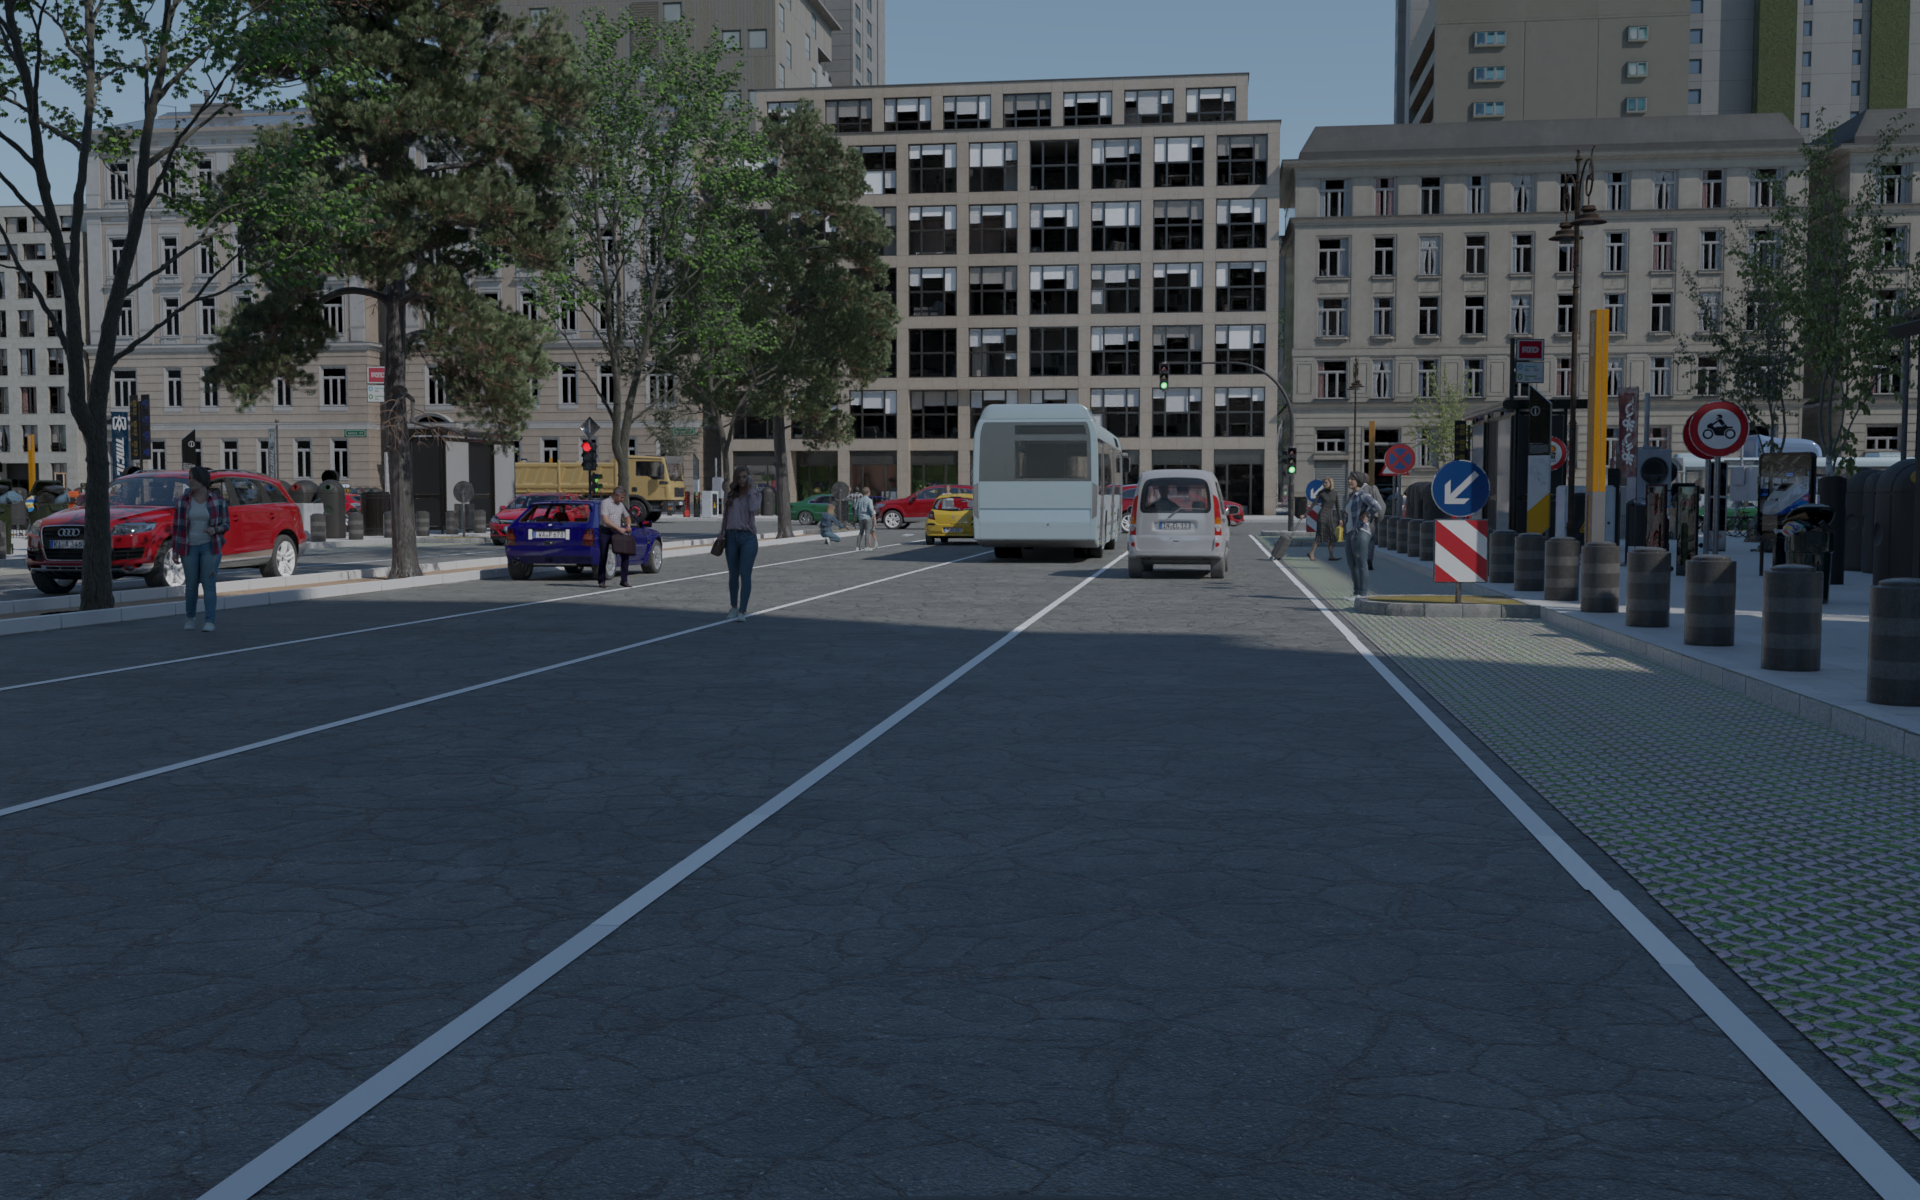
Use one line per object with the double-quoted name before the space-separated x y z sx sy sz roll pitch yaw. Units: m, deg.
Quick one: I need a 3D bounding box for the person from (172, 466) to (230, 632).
"person" -7.945 -0.539 18.148 0.563 1.720 0.643 -1 4 -14

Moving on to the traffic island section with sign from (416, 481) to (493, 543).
"traffic island section with sign" -14.818 -2.590 50.970 1.989 1.847 2.006 1 4 8

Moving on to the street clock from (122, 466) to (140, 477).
"street clock" -21.413 -2.467 44.905 0.358 2.002 0.471 3 4 37

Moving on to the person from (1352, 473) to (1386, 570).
"person" 7.660 -1.467 32.593 0.679 1.850 0.850 1 4 9

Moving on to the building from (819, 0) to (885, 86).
"building" -20.196 -46.572 199.702 20.611 71.187 20.563 1 4 8

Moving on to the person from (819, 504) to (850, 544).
"person" -3.750 -2.176 49.581 1.012 1.151 0.738 3 5 39

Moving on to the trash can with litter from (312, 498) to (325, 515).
"trash can with litter" -18.422 -2.284 48.737 1.055 1.170 0.624 -1 4 -14

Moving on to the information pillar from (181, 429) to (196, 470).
"information pillar" -27.566 -4.320 61.990 0.504 3.616 0.183 -3 5 -42

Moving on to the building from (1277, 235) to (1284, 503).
"building" 55.065 -35.516 264.278 14.086 41.232 14.154 1 4 8

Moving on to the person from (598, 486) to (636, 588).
"person" -5.251 -0.966 26.502 0.590 1.554 0.614 3 4 36

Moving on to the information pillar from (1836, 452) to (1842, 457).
"information pillar" 44.973 -5.960 88.807 0.504 3.616 0.183 -1 4 -20

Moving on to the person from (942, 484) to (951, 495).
"person" -0.422 -3.019 58.424 0.480 1.755 0.524 -1 4 -17

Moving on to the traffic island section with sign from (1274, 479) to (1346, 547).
"traffic island section with sign" 9.678 -2.386 47.647 1.989 1.847 2.006 1 4 8

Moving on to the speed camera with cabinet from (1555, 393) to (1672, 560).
"speed camera with cabinet" 12.737 -2.411 33.755 2.038 3.252 0.660 0 4 1

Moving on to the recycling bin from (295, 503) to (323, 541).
"recycling bin" -17.936 -2.132 47.406 0.722 1.027 0.722 2 4 24

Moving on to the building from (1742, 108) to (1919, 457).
"building" 64.918 -16.469 102.554 30.059 22.955 16.112 1 4 8

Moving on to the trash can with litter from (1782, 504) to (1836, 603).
"trash can with litter" 9.959 -0.561 20.558 0.624 1.170 1.055 1 4 11

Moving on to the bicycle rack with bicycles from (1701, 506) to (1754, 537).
"bicycle rack with bicycles" 23.573 -2.325 51.393 2.925 0.926 2.852 1 4 23

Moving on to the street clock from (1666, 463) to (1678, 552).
"street clock" 15.738 -2.087 38.698 0.358 2.002 0.471 -3 4 -38

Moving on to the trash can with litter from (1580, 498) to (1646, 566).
"trash can with litter" 11.798 -1.228 31.129 2.233 1.210 1.678 -1 4 -17

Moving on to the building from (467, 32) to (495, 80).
"building" -44.589 -40.364 201.955 28.212 58.520 21.231 1 4 8

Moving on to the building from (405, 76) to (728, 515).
"building" -24.971 -20.098 114.506 20.117 28.700 13.634 1 4 8

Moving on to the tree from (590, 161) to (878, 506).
"tree" -6.193 -6.736 46.997 8.767 10.594 7.601 1 4 8

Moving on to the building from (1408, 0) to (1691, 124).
"building" 53.293 -32.804 160.048 21.300 48.544 21.600 1 4 8

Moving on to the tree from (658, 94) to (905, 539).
"tree" -5.713 -8.857 54.696 7.806 13.903 7.818 0 3 0

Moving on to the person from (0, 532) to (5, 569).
"person" -18.344 -1.205 32.875 0.373 1.253 0.362 1 4 13

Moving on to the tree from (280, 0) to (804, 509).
"tree" -7.226 -6.653 36.987 9.928 11.665 9.643 0 3 0

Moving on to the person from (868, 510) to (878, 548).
"person" -2.410 -1.968 45.691 0.505 1.210 0.382 0 4 -1

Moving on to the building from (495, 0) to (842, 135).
"building" -28.174 -35.709 173.074 28.713 52.752 27.495 1 4 8

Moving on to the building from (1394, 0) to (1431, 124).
"building" 56.817 -39.288 184.353 21.231 58.520 28.212 1 4 8

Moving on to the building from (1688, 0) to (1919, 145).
"building" 83.059 -39.241 183.583 28.212 58.520 21.231 1 4 8

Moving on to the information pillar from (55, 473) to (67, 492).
"information pillar" -31.119 -3.395 59.997 0.304 2.012 0.304 -1 4 -10

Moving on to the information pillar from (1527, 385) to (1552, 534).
"information pillar" 12.408 -2.800 37.129 0.504 3.616 0.183 3 5 42

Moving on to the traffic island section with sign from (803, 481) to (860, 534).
"traffic island section with sign" -4.410 -3.286 61.860 2.006 1.907 1.989 1 4 8

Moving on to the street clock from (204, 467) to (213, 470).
"street clock" -20.260 -2.571 46.599 0.471 2.002 0.358 -1 4 -11

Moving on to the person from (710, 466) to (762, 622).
"person" -2.506 -0.645 19.641 0.593 1.750 0.643 1 4 11

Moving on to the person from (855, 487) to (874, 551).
"person" -2.387 -2.048 43.801 0.589 1.601 0.330 3 5 41

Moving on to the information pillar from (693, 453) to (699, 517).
"information pillar" -15.062 -6.573 98.826 0.183 3.616 0.504 -3 5 -45

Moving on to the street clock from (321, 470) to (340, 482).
"street clock" -18.689 -2.868 51.464 0.471 2.002 0.358 0 4 -1

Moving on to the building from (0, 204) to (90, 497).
"building" -64.984 -16.141 118.651 16.860 20.320 10.420 1 4 8

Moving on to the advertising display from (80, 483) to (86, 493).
"advertising display" -50.482 -5.810 100.211 0.123 1.923 0.974 1 4 14

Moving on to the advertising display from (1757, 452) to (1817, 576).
"advertising display" 12.747 -1.316 26.733 0.123 1.923 0.974 -2 4 -24

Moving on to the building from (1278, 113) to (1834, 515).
"building" 34.738 -16.745 107.062 30.059 22.955 16.112 1 4 8

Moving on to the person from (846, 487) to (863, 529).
"person" -4.265 -3.806 71.453 0.841 1.734 0.376 2 4 27

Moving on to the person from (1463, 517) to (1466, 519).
"person" 18.258 -3.195 63.112 0.453 1.535 0.546 0 4 -2

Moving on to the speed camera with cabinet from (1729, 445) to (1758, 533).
"speed camera with cabinet" 26.199 -3.797 56.418 0.660 3.252 2.038 -3 4 -37

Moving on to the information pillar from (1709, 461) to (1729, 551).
"information pillar" 16.992 -2.101 38.840 0.304 2.012 0.304 0 4 0

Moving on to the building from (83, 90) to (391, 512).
"building" -46.433 -20.282 117.512 20.117 28.700 13.634 1 4 8

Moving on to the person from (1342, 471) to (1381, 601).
"person" 5.328 -0.851 23.131 0.376 1.734 0.841 0 4 -1

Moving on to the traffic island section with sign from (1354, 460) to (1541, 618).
"traffic island section with sign" 5.819 -0.751 20.907 1.989 1.847 2.006 1 4 8

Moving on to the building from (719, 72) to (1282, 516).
"building" 3.347 -18.941 114.206 34.151 26.468 19.350 1 4 8

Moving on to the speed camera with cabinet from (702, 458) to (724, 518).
"speed camera with cabinet" -13.443 -6.139 94.701 0.660 3.252 2.038 1 4 16

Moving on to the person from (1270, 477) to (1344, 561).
"person" 7.473 -1.736 37.101 1.509 1.804 0.699 2 4 26

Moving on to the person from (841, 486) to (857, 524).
"person" -5.221 -4.463 81.576 0.767 1.812 0.694 0 4 -6
